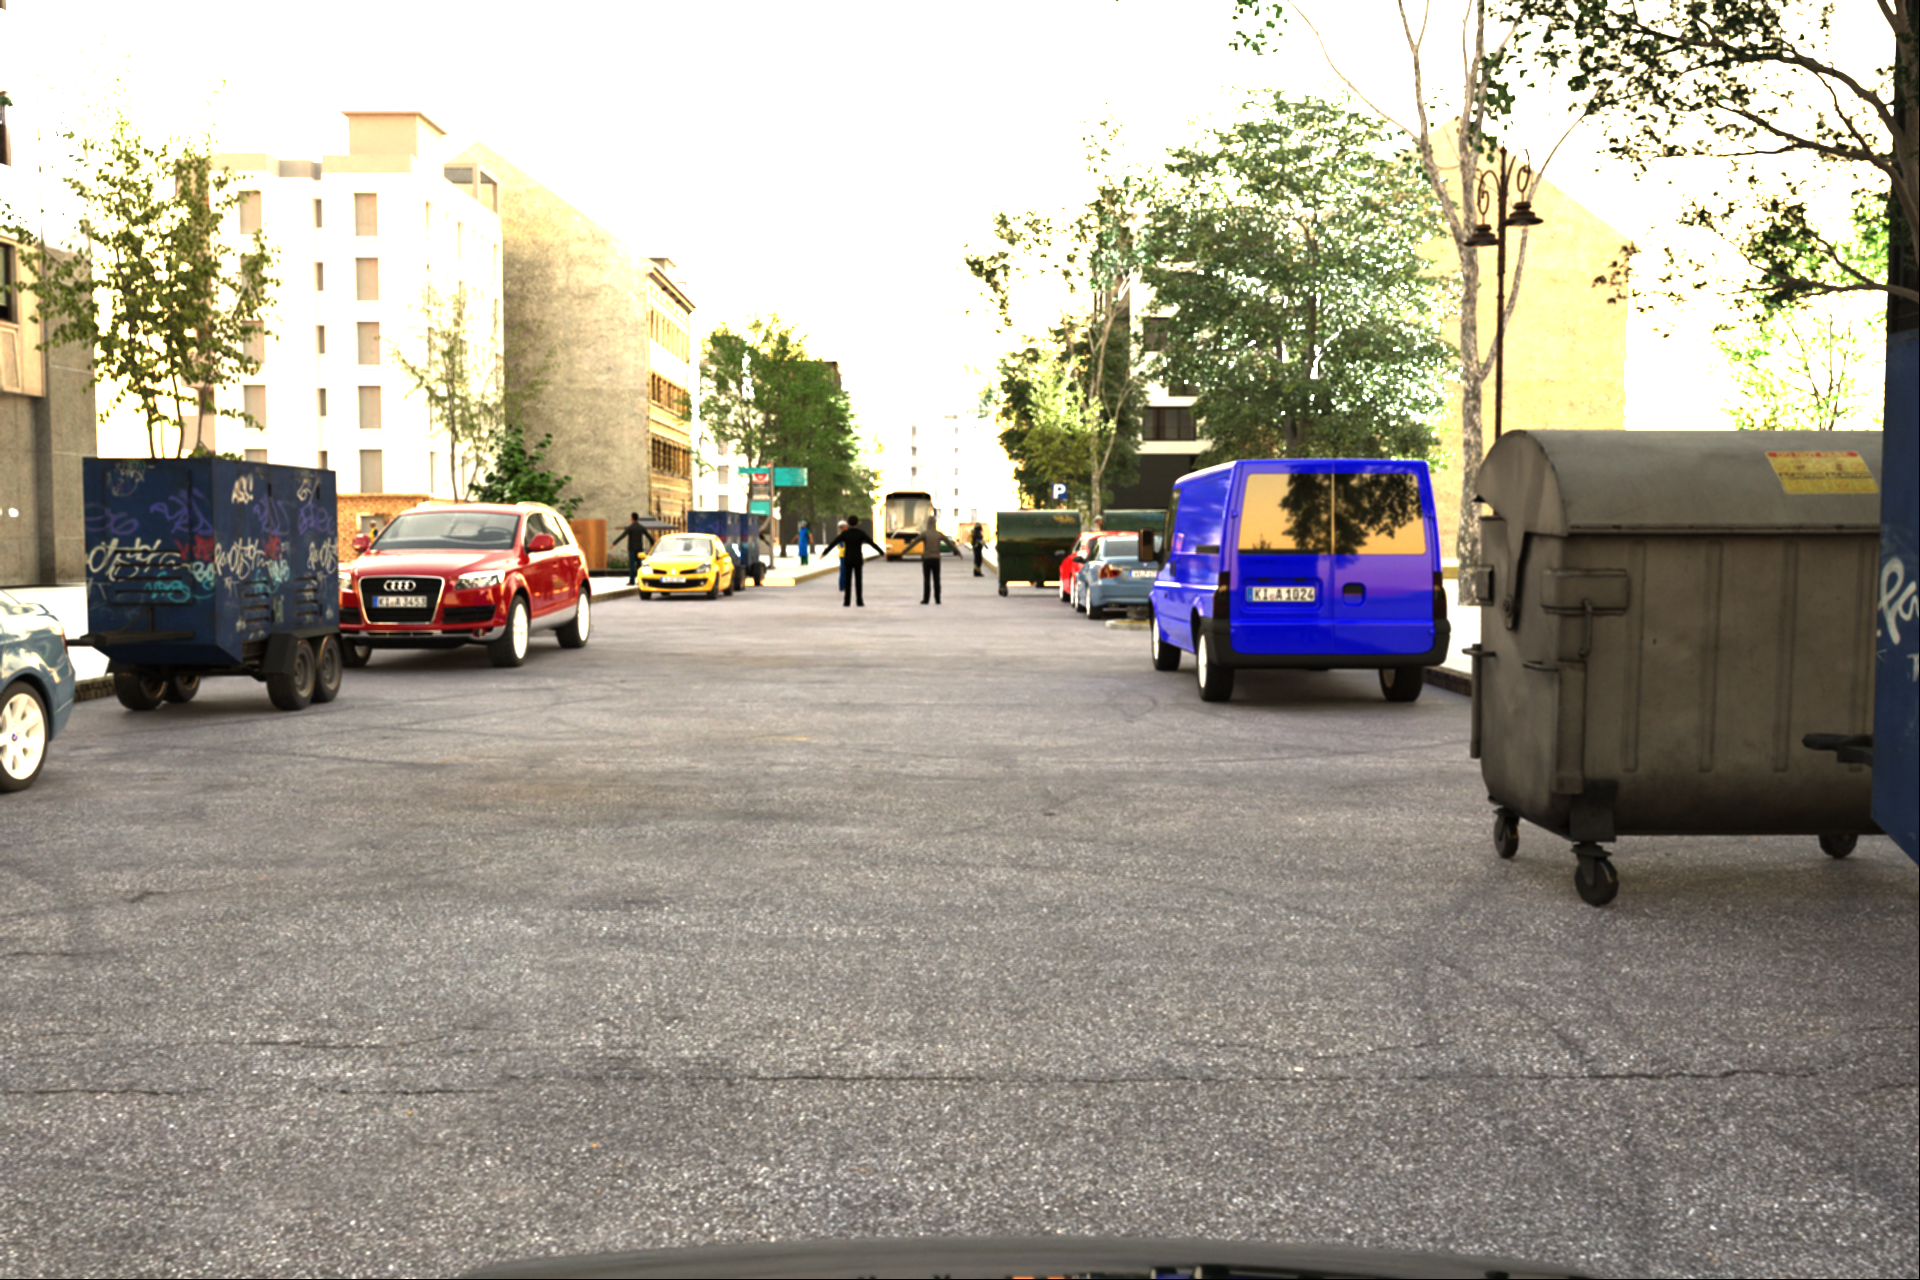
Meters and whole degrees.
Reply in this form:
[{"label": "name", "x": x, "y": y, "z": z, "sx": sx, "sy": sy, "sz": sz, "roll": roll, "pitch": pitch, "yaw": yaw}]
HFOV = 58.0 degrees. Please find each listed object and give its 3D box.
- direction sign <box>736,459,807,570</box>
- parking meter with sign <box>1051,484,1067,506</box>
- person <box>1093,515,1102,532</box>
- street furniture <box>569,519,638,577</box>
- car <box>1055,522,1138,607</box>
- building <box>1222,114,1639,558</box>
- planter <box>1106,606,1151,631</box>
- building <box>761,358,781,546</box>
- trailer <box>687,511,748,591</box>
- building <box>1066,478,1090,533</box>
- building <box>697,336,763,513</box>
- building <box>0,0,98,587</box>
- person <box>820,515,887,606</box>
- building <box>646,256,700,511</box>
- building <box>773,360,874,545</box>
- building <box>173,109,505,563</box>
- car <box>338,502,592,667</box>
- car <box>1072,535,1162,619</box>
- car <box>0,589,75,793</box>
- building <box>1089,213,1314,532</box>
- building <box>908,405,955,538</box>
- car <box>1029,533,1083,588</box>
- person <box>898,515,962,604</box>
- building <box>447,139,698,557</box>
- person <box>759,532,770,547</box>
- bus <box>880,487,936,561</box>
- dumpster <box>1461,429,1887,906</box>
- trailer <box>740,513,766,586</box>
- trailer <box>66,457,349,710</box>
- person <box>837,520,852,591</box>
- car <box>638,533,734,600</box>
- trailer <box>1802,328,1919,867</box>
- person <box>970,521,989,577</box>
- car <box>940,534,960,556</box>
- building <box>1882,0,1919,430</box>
[{"label": "direction sign", "x": -6.737, "y": -4.516, "z": 62.603, "sx": 2.525, "sy": 3.948, "sz": 1.411, "roll": 0, "pitch": 4, "yaw": -1}, {"label": "parking meter with sign", "x": 3.420, "y": -3.832, "z": 58.921, "sx": 0.543, "sy": 3.016, "sz": 1.738, "roll": 0, "pitch": 3, "yaw": 0}, {"label": "person", "x": 4.227, "y": -2.859, "z": 52.606, "sx": 0.705, "sy": 1.847, "sz": 1.347, "roll": 0, "pitch": 4, "yaw": 7}, {"label": "street furniture", "x": -12.583, "y": -2.932, "z": 54.796, "sx": 9.812, "sy": 1.723, "sz": 11.010, "roll": -1, "pitch": 4, "yaw": -17}, {"label": "car", "x": 3.040, "y": -1.606, "z": 35.301, "sx": 2.155, "sy": 1.783, "sz": 4.494, "roll": 0, "pitch": 4, "yaw": -1}, {"label": "building", "x": 25.898, "y": -16.468, "z": 100.181, "sx": 19.493, "sy": 23.208, "sz": 18.063, "roll": 0, "pitch": 4, "yaw": 0}, {"label": "planter", "x": 3.262, "y": -0.334, "z": 26.593, "sx": 1.991, "sy": 0.319, "sz": 1.994, "roll": 0, "pitch": 4, "yaw": 0}, {"label": "building", "x": -25.202, "y": -19.966, "z": 182.867, "sx": 16.016, "sy": 20.090, "sz": 11.380, "roll": 0, "pitch": 4, "yaw": -1}, {"label": "trailer", "x": -6.198, "y": -2.209, "z": 43.168, "sx": 1.471, "sy": 1.999, "sz": 3.904, "roll": 0, "pitch": 3, "yaw": 0}, {"label": "building", "x": 23.343, "y": -23.826, "z": 220.480, "sx": 19.493, "sy": 23.208, "sz": 18.063, "roll": 0, "pitch": 3, "yaw": 0}, {"label": "building", "x": -25.390, "y": -18.951, "z": 166.275, "sx": 16.016, "sy": 20.090, "sz": 11.380, "roll": 0, "pitch": 4, "yaw": 0}, {"label": "building", "x": -27.921, "y": -13.220, "z": 33.402, "sx": 12.078, "sy": 24.872, "sz": 19.932, "roll": 0, "pitch": 4, "yaw": 1}, {"label": "person", "x": -2.116, "y": -1.575, "z": 34.388, "sx": 1.347, "sy": 1.806, "sz": 0.705, "roll": 0, "pitch": 4, "yaw": -2}, {"label": "building", "x": -24.827, "y": -16.071, "z": 119.177, "sx": 16.016, "sy": 20.090, "sz": 11.380, "roll": 0, "pitch": 4, "yaw": 0}, {"label": "building", "x": -25.282, "y": -22.977, "z": 219.649, "sx": 27.936, "sy": 21.610, "sz": 32.646, "roll": 0, "pitch": 4, "yaw": -1}, {"label": "building", "x": -28.991, "y": -13.591, "z": 78.626, "sx": 16.016, "sy": 20.090, "sz": 11.380, "roll": 0, "pitch": 4, "yaw": 0}, {"label": "car", "x": -5.739, "y": -0.712, "z": 20.322, "sx": 2.281, "sy": 1.827, "sz": 5.304, "roll": 0, "pitch": 3, "yaw": 0}, {"label": "car", "x": 3.002, "y": -1.122, "z": 30.341, "sx": 2.014, "sy": 1.417, "sz": 4.499, "roll": 0, "pitch": 4, "yaw": 0}, {"label": "car", "x": -6.080, "y": 0.222, "z": 8.372, "sx": 2.014, "sy": 1.417, "sz": 4.499, "roll": 0, "pitch": 3, "yaw": 0}, {"label": "building", "x": 23.269, "y": -17.293, "z": 126.719, "sx": 27.936, "sy": 21.610, "sz": 32.646, "roll": 0, "pitch": 4, "yaw": 0}, {"label": "building", "x": -6.969, "y": -23.570, "z": 244.247, "sx": 11.380, "sy": 20.090, "sz": 16.016, "roll": 0, "pitch": 4, "yaw": -2}, {"label": "car", "x": 2.854, "y": -2.370, "z": 47.553, "sx": 1.959, "sy": 1.807, "sz": 4.718, "roll": 0, "pitch": 4, "yaw": -1}, {"label": "person", "x": -0.587, "y": -1.648, "z": 35.533, "sx": 1.348, "sy": 1.813, "sz": 0.705, "roll": -1, "pitch": 4, "yaw": -13}, {"label": "building", "x": -26.926, "y": -16.821, "z": 105.952, "sx": 19.493, "sy": 23.208, "sz": 18.063, "roll": 0, "pitch": 4, "yaw": -1}, {"label": "person", "x": -6.329, "y": -2.804, "z": 51.614, "sx": 1.354, "sy": 1.858, "sz": 0.705, "roll": -1, "pitch": 4, "yaw": -14}, {"label": "bus", "x": -2.691, "y": -6.296, "z": 94.491, "sx": 2.896, "sy": 3.916, "sz": 12.252, "roll": 0, "pitch": 4, "yaw": 0}, {"label": "dumpster", "x": 3.139, "y": 0.065, "z": 7.147, "sx": 1.865, "sy": 1.857, "sz": 1.264, "roll": 0, "pitch": 4, "yaw": -1}, {"label": "trailer", "x": -6.208, "y": -2.477, "z": 47.544, "sx": 1.471, "sy": 1.999, "sz": 3.904, "roll": 0, "pitch": 3, "yaw": 0}, {"label": "trailer", "x": -6.046, "y": -0.404, "z": 13.654, "sx": 1.471, "sy": 1.999, "sz": 3.904, "roll": 0, "pitch": 4, "yaw": -1}, {"label": "person", "x": -2.833, "y": -2.109, "z": 43.399, "sx": 0.721, "sy": 1.772, "sz": 1.216, "roll": 0, "pitch": 4, "yaw": 4}, {"label": "car", "x": -6.140, "y": -1.760, "z": 38.999, "sx": 2.015, "sy": 1.641, "sz": 3.980, "roll": 0, "pitch": 3, "yaw": 0}, {"label": "trailer", "x": 3.147, "y": 0.168, "z": 4.299, "sx": 1.471, "sy": 1.999, "sz": 3.904, "roll": 0, "pitch": 4, "yaw": -1}, {"label": "person", "x": 0.636, "y": -3.075, "z": 58.511, "sx": 0.705, "sy": 1.856, "sz": 1.354, "roll": -1, "pitch": 4, "yaw": -19}, {"label": "car", "x": -1.072, "y": -6.371, "z": 115.962, "sx": 2.131, "sy": 1.459, "sz": 4.920, "roll": 0, "pitch": 3, "yaw": 0}, {"label": "building", "x": 26.294, "y": -12.281, "z": 29.463, "sx": 12.332, "sy": 23.479, "sz": 15.834, "roll": 0, "pitch": 4, "yaw": 0}]
